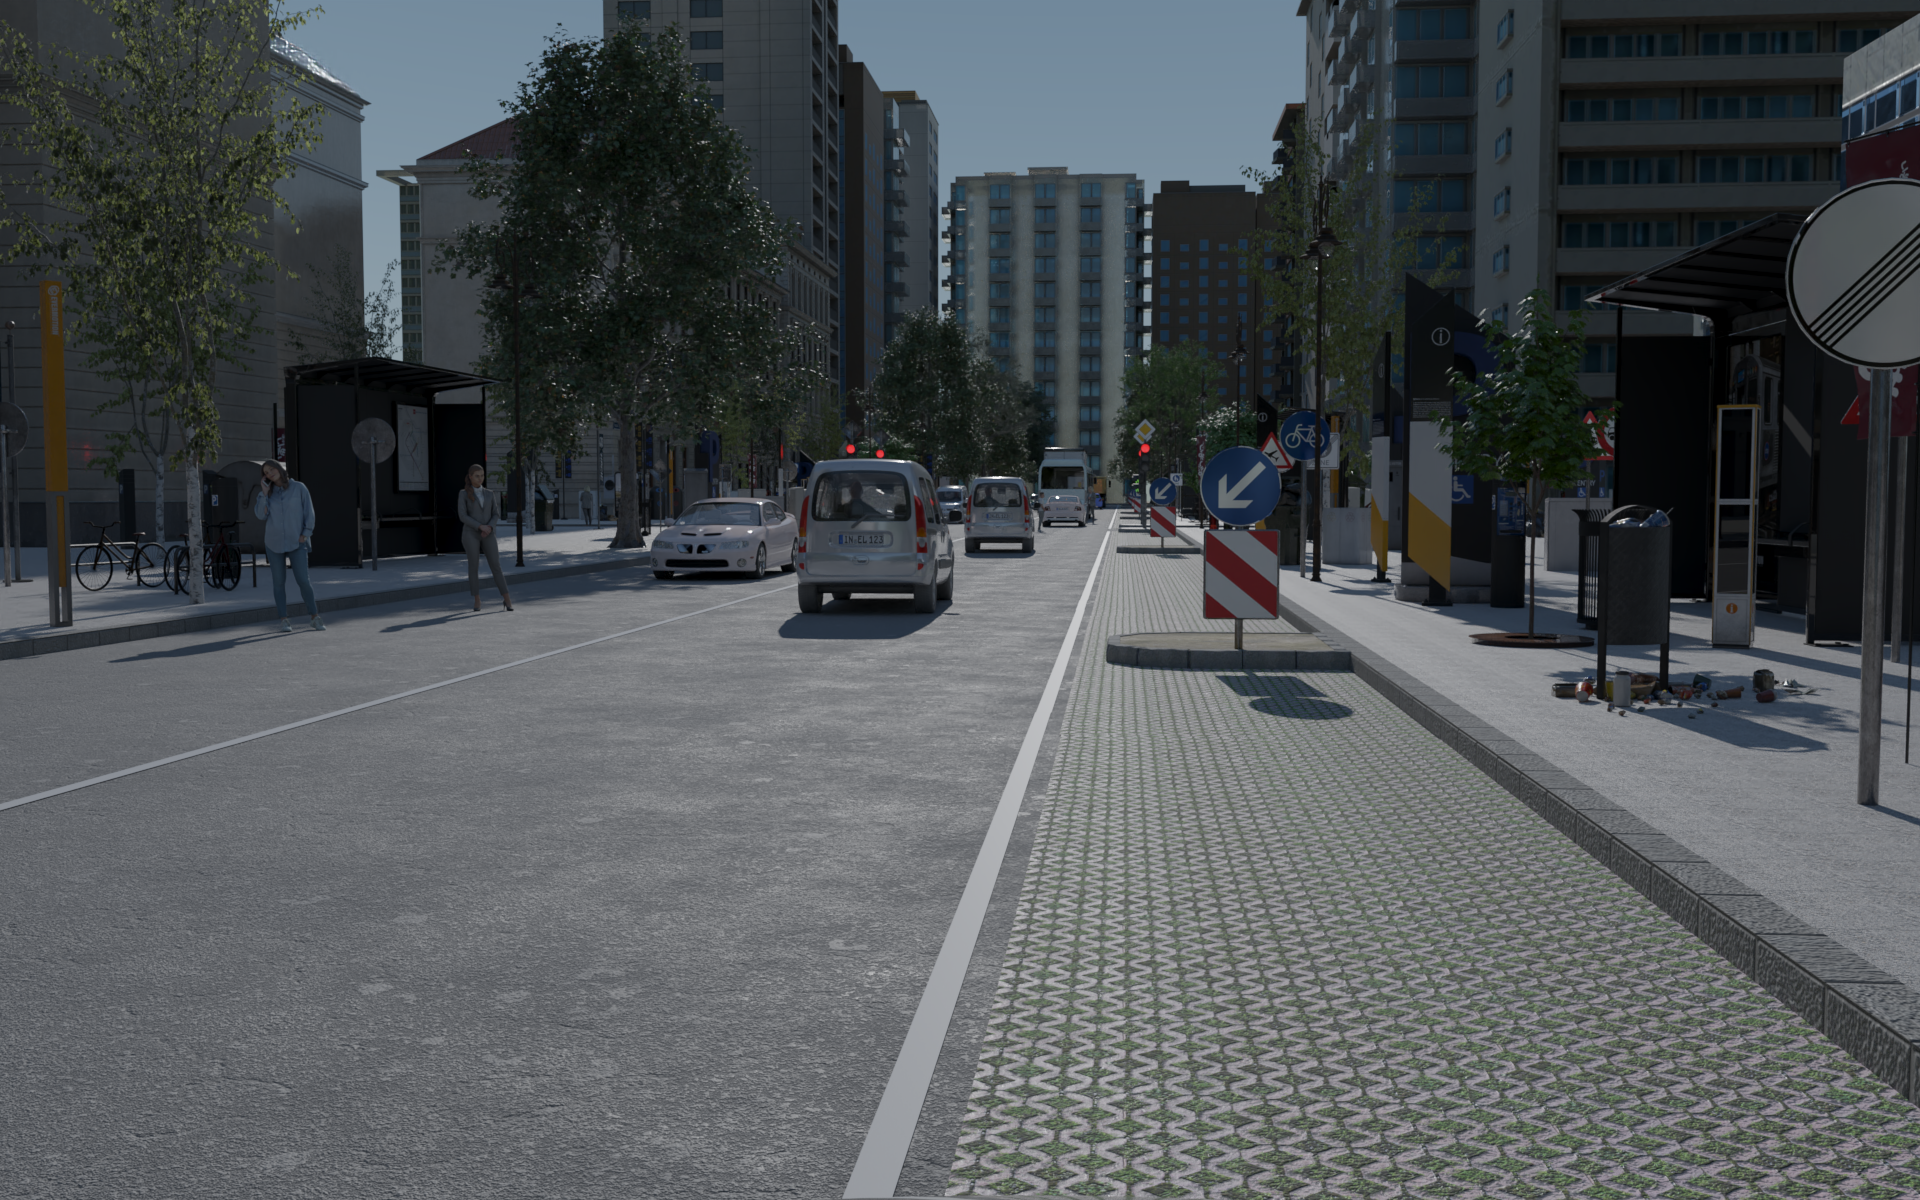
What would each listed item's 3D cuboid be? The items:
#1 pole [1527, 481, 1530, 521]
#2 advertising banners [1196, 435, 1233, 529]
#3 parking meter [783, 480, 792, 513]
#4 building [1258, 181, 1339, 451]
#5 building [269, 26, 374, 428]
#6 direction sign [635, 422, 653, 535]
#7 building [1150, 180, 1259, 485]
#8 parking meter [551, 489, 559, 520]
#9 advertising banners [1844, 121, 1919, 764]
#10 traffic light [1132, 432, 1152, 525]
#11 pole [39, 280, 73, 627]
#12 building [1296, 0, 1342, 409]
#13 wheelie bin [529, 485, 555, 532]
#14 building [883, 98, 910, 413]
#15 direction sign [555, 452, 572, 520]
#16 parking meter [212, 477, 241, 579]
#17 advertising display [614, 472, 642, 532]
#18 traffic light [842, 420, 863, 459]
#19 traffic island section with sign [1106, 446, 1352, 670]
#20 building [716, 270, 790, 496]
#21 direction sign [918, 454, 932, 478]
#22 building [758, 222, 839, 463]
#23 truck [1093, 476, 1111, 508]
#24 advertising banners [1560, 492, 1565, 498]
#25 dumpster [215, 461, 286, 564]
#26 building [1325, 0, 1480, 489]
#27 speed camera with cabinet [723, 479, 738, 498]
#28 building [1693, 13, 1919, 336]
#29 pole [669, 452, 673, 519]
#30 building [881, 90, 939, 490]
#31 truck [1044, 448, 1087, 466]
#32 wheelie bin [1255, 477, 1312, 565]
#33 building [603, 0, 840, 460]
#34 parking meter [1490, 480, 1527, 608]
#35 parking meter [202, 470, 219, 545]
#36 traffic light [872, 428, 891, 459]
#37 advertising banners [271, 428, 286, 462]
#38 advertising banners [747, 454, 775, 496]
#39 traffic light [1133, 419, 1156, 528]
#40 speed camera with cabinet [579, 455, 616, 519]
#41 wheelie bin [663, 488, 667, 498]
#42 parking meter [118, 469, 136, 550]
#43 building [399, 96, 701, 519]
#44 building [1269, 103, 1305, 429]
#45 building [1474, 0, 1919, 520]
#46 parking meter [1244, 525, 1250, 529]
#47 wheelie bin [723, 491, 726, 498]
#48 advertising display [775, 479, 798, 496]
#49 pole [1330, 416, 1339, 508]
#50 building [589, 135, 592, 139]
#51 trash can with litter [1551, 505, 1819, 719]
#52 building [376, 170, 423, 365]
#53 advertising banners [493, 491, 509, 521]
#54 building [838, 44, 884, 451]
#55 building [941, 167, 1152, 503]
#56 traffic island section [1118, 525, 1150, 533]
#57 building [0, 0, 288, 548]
[{"bbox_3d":[26.083,-5.246,79.621,0.158,3.312,0.155,0,3,0],"label":"pole"},{"bbox_3d":[7.543,-3.368,51.251,0.090,3.025,2.074,-2,4,-24],"label":"advertising banners"},{"bbox_3d":[-6.701,-3.742,66.901,0.399,1.863,0.255,3,4,37],"label":"parking meter"},{"bbox_3d":[49.287,-36.681,249.843,14.200,45.320,14.600,0,4,5],"label":"building"},{"bbox_3d":[-45.563,-19.061,97.558,20.117,28.700,13.634,0,4,5],"label":"building"},{"bbox_3d":[-9.917,-3.818,54.420,0.876,3.537,0.379,3,5,43],"label":"direction sign"},{"bbox_3d":[34.720,-36.667,249.620,14.200,45.320,14.600,0,4,5],"label":"building"},{"bbox_3d":[-20.343,-4.812,87.093,0.372,1.533,0.369,0,3,0],"label":"parking meter"},{"bbox_3d":[4.642,-0.702,7.658,0.090,3.025,2.074,-1,4,-14],"label":"advertising banners"},{"bbox_3d":[7.633,-5.119,72.613,0.839,4.253,0.868,0,4,5],"label":"traffic light"},{"bbox_3d":[-8.708,-1.397,16.681,0.158,3.312,0.155,0,3,0],"label":"pole"},{"bbox_3d":[47.089,-35.039,162.119,28.713,52.752,27.495,0,4,5],"label":"building"},{"bbox_3d":[-14.398,-3.160,59.571,0.693,1.594,0.980,1,4,11],"label":"wheelie bin"},{"bbox_3d":[-21.488,-35.528,200.484,30.456,49.044,23.786,0,4,5],"label":"building"},{"bbox_3d":[-19.734,-5.764,86.233,0.876,3.537,0.379,1,4,16],"label":"direction sign"},{"bbox_3d":[-11.146,-1.094,26.300,0.372,1.533,0.369,0,3,0],"label":"parking meter"},{"bbox_3d":[-9.650,-2.764,50.401,0.974,1.923,0.123,2,4,32],"label":"advertising display"},{"bbox_3d":[-4.077,-4.694,65.669,0.839,4.253,0.868,0,4,5],"label":"traffic light"},{"bbox_3d":[2.273,-0.391,15.027,1.989,1.847,2.006,0,4,5],"label":"traffic island section with sign"},{"bbox_3d":[-18.740,-15.609,119.829,10.561,19.102,19.286,0,4,5],"label":"building"},{"bbox_3d":[-1.962,-6.447,97.405,0.876,3.537,0.379,-2,4,-25],"label":"direction sign"},{"bbox_3d":[-16.783,-18.978,139.175,11.050,23.489,19.941,0,4,5],"label":"building"},{"bbox_3d":[14.222,-11.488,183.754,3.469,3.379,9.791,0,4,6],"label":"truck"},{"bbox_3d":[28.573,-5.226,81.634,2.074,3.025,0.090,3,5,39],"label":"advertising banners"},{"bbox_3d":[-12.323,-1.541,30.954,1.264,1.857,1.865,0,4,5],"label":"dumpster"},{"bbox_3d":[37.469,-30.569,119.416,23.786,49.044,30.456,0,4,5],"label":"building"},{"bbox_3d":[-11.888,-5.862,90.173,0.660,3.252,2.038,-3,5,-44],"label":"speed camera with cabinet"},{"bbox_3d":[30.575,-43.913,30.652,22.319,86.520,31.000,0,4,5],"label":"building"},{"bbox_3d":[-12.711,-5.031,76.096,0.158,3.312,0.155,0,3,0],"label":"pole"},{"bbox_3d":[-17.482,-43.730,256.987,28.212,58.520,21.231,0,4,5],"label":"building"},{"bbox_3d":[6.872,-7.477,111.158,2.839,4.237,11.283,0,4,5],"label":"truck"},{"bbox_3d":[5.942,-1.433,31.339,0.980,1.594,0.693,-3,4,-37],"label":"wheelie bin"},{"bbox_3d":[-19.828,-44.126,159.712,20.563,71.187,20.611,0,4,5],"label":"building"},{"bbox_3d":[6.198,-0.682,19.561,0.372,1.533,0.369,0,3,0],"label":"parking meter"},{"bbox_3d":[-18.058,-2.207,41.797,0.399,1.863,0.255,3,5,41],"label":"parking meter"},{"bbox_3d":[-3.332,-5.180,73.619,0.839,4.253,0.868,0,4,5],"label":"traffic light"},{"bbox_3d":[-18.649,-3.029,45.716,2.074,3.025,0.090,0,4,2],"label":"advertising banners"},{"bbox_3d":[-8.491,-4.893,76.188,2.074,3.025,0.090,-3,4,-38],"label":"advertising banners"},{"bbox_3d":[6.888,-4.633,64.662,0.839,4.253,0.868,0,4,5],"label":"traffic light"},{"bbox_3d":[-18.340,-5.733,88.063,2.038,3.252,0.660,1,4,13],"label":"speed camera with cabinet"},{"bbox_3d":[-15.916,-5.118,91.595,0.980,1.594,0.693,-1,4,-18],"label":"wheelie bin"},{"bbox_3d":[-19.334,-2.110,40.214,0.255,1.863,0.399,-3,5,-44],"label":"parking meter"},{"bbox_3d":[-21.982,-16.084,99.134,11.583,22.565,21.152,0,4,5],"label":"building"},{"bbox_3d":[45.948,-32.833,191.437,22.147,44.769,28.867,0,4,5],"label":"building"},{"bbox_3d":[39.384,-28.685,92.699,21.600,48.544,21.300,0,4,5],"label":"building"},{"bbox_3d":[10.250,-3.469,62.428,0.399,1.863,0.255,-1,4,-17],"label":"parking meter"},{"bbox_3d":[-11.902,-4.733,85.297,0.693,1.594,0.980,-1,4,-18],"label":"wheelie bin"},{"bbox_3d":[-7.465,-4.240,74.542,0.974,1.923,0.123,-1,4,-9],"label":"advertising display"},{"bbox_3d":[9.806,-3.150,45.347,0.158,3.312,0.155,0,3,0],"label":"pole"},{"bbox_3d":[-45.492,-43.943,260.462,28.212,58.520,21.231,0,4,5],"label":"building"},{"bbox_3d":[4.638,0.009,10.917,2.233,1.210,1.678,-1,4,-21],"label":"trash can with litter"},{"bbox_3d":[-49.035,-31.053,199.600,23.993,40.220,32.217,0,4,5],"label":"building"},{"bbox_3d":[-22.735,-5.353,83.706,2.074,3.025,0.090,-1,4,-10],"label":"advertising banners"},{"bbox_3d":[-15.621,-32.260,177.558,14.600,45.320,14.200,0,4,5],"label":"building"},{"bbox_3d":[12.914,-38.931,256.125,30.456,49.044,23.786,0,4,5],"label":"building"},{"bbox_3d":[6.927,-2.599,64.772,2.009,0.180,2.903,0,4,5],"label":"traffic island section"},{"bbox_3d":[-33.222,-15.310,47.575,25.104,27.353,12.463,0,4,5],"label":"building"}]
